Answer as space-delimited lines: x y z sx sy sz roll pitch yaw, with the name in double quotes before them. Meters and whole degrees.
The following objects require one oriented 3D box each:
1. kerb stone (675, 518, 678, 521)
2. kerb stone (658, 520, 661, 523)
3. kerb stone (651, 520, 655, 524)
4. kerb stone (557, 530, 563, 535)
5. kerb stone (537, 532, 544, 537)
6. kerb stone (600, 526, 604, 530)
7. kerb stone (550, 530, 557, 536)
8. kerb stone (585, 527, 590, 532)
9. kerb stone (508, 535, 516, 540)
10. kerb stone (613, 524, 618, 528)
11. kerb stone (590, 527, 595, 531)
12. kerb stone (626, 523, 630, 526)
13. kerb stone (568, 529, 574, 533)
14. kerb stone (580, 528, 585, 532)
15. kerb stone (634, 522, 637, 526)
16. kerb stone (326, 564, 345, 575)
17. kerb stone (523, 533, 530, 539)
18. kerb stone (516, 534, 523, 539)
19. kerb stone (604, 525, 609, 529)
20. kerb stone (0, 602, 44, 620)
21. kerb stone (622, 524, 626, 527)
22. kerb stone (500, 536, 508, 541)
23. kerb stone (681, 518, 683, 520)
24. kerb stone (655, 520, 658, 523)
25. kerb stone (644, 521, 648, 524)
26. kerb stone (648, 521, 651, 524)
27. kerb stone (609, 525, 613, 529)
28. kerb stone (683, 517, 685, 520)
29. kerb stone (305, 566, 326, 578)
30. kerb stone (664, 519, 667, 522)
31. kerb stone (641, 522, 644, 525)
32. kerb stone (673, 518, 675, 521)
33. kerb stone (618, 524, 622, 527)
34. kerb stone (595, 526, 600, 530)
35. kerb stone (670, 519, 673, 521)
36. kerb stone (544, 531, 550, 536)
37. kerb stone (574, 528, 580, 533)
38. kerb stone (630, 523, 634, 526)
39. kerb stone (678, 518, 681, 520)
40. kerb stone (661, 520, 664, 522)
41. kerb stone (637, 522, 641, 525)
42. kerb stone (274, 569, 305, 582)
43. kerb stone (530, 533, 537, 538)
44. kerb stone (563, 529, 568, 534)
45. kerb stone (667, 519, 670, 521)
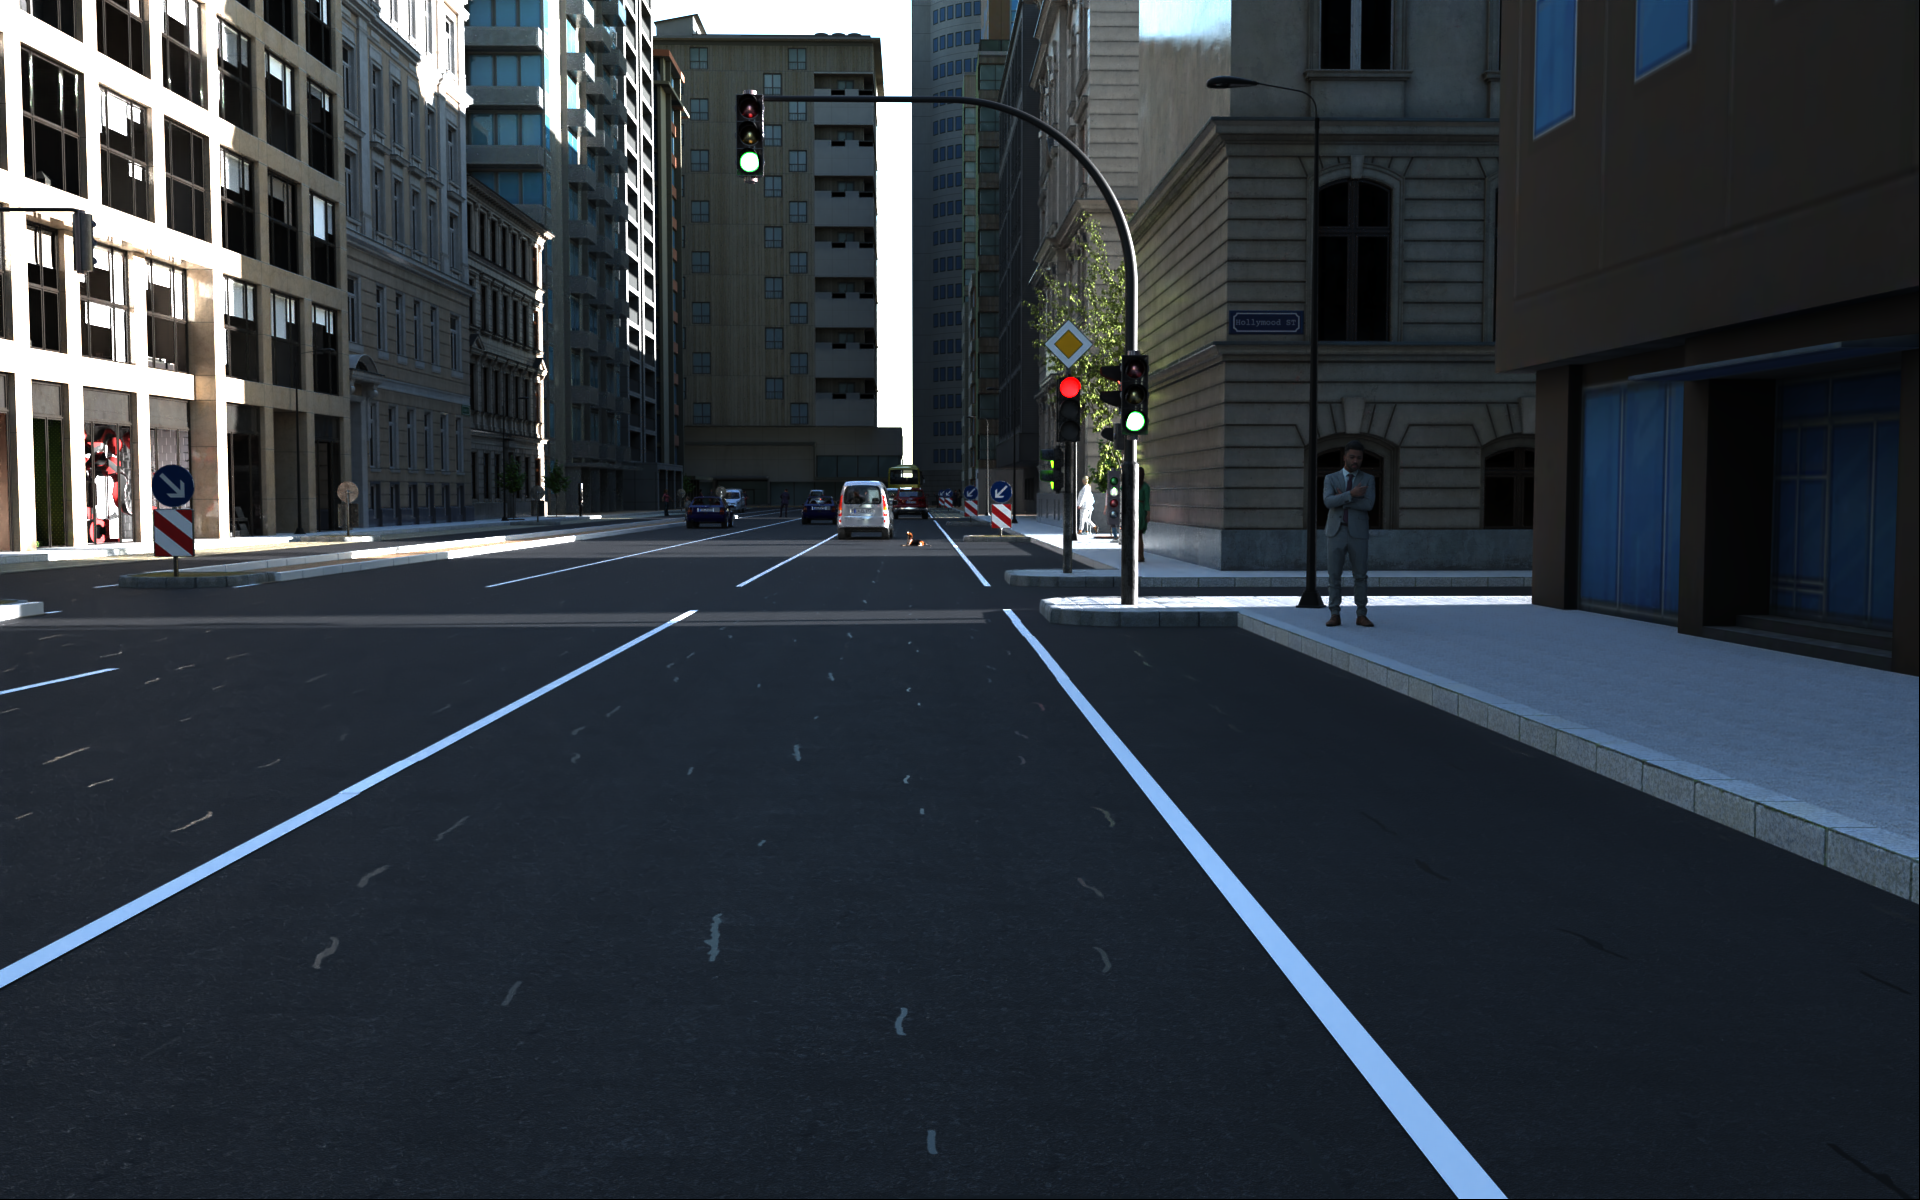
"kerb stone" -14.948 -4.163 90.290 0.120 0.150 1.000 0 4 -2
"kerb stone" -14.784 -3.789 84.142 0.120 0.150 1.000 0 4 -2
"kerb stone" -14.723 -3.659 82.087 0.120 0.150 1.000 0 4 -2
"kerb stone" -14.149 -2.347 60.576 0.120 0.150 1.000 0 4 -2
"kerb stone" -14.055 -2.160 57.504 0.120 0.150 1.000 0 4 -2
"kerb stone" -14.369 -2.846 68.763 0.120 0.150 1.000 0 4 -2
"kerb stone" -14.117 -2.279 59.550 0.120 0.150 1.000 0 4 -2
"kerb stone" -14.291 -2.661 65.695 0.120 0.150 1.000 0 4 -2
"kerb stone" -13.956 -1.904 53.394 0.120 0.150 1.000 0 4 -2
"kerb stone" -14.448 -3.037 71.854 0.120 0.150 1.000 0 4 -2
"kerb stone" -14.320 -2.722 66.716 0.120 0.150 1.000 0 4 -2
"kerb stone" -14.539 -3.225 74.927 0.120 0.150 1.000 0 4 -2
"kerb stone" -14.201 -2.472 62.620 0.120 0.150 1.000 0 4 -2
"kerb stone" -14.252 -2.598 64.673 0.120 0.150 1.000 0 4 -2
"kerb stone" -14.588 -3.347 76.971 0.120 0.150 1.000 0 4 -2
"kerb stone" -11.242 -0.532 30.888 0.120 0.150 1.000 0 4 -2
"kerb stone" -14.014 -2.032 55.450 0.120 0.150 1.000 0 4 -2
"kerb stone" -13.979 -1.971 54.415 0.120 0.150 1.000 0 4 -2
"kerb stone" -14.397 -2.904 69.795 0.120 0.150 1.000 0 4 -2
"kerb stone" -10.950 0.128 20.106 0.120 0.150 1.000 0 4 -2
"kerb stone" -14.506 -3.155 73.905 0.120 0.150 1.000 0 4 -2
"kerb stone" -13.924 -1.843 52.360 0.120 0.150 1.000 0 4 -2
"kerb stone" -15.011 -4.290 92.336 0.120 0.150 1.000 0 4 -2
"kerb stone" -14.754 -3.726 83.108 0.120 0.150 1.000 0 4 -2
"kerb stone" -14.673 -3.538 80.038 0.120 0.150 1.000 0 4 -2
"kerb stone" -14.702 -3.600 81.060 0.120 0.150 1.000 0 4 -2
"kerb stone" -14.427 -2.970 70.817 0.120 0.150 1.000 0 4 -2
"kerb stone" -15.039 -4.351 93.358 0.120 0.150 1.000 0 4 -2
"kerb stone" -11.211 -0.464 29.862 0.120 0.150 1.000 0 4 -2
"kerb stone" -14.845 -3.910 86.185 0.120 0.150 1.000 0 4 -2
"kerb stone" -14.650 -3.475 79.015 0.120 0.150 1.000 0 4 -2
"kerb stone" -14.931 -4.101 89.253 0.120 0.150 1.000 0 4 -2
"kerb stone" -14.478 -3.100 72.876 0.120 0.150 1.000 0 4 -2
"kerb stone" -14.342 -2.785 67.738 0.120 0.150 1.000 0 4 -2
"kerb stone" -14.895 -4.039 88.232 0.120 0.150 1.000 0 4 -2
"kerb stone" -14.101 -2.222 58.525 0.120 0.150 1.000 0 4 -2
"kerb stone" -14.222 -2.532 63.643 0.120 0.150 1.000 0 4 -2
"kerb stone" -14.565 -3.283 75.949 0.120 0.150 1.000 0 4 -2
"kerb stone" -14.983 -4.227 91.315 0.120 0.150 1.000 0 4 -2
"kerb stone" -14.818 -3.850 85.163 0.120 0.150 1.000 0 4 -2
"kerb stone" -14.610 -3.413 77.993 0.120 0.150 1.000 0 4 -2
"kerb stone" -11.186 -0.400 28.841 0.120 0.150 1.000 0 4 -2
"kerb stone" -14.037 -2.097 56.477 0.120 0.150 1.000 0 4 -2
"kerb stone" -14.175 -2.410 61.598 0.120 0.150 1.000 0 4 -2
"kerb stone" -14.876 -3.976 87.207 0.120 0.150 1.000 0 4 -2
